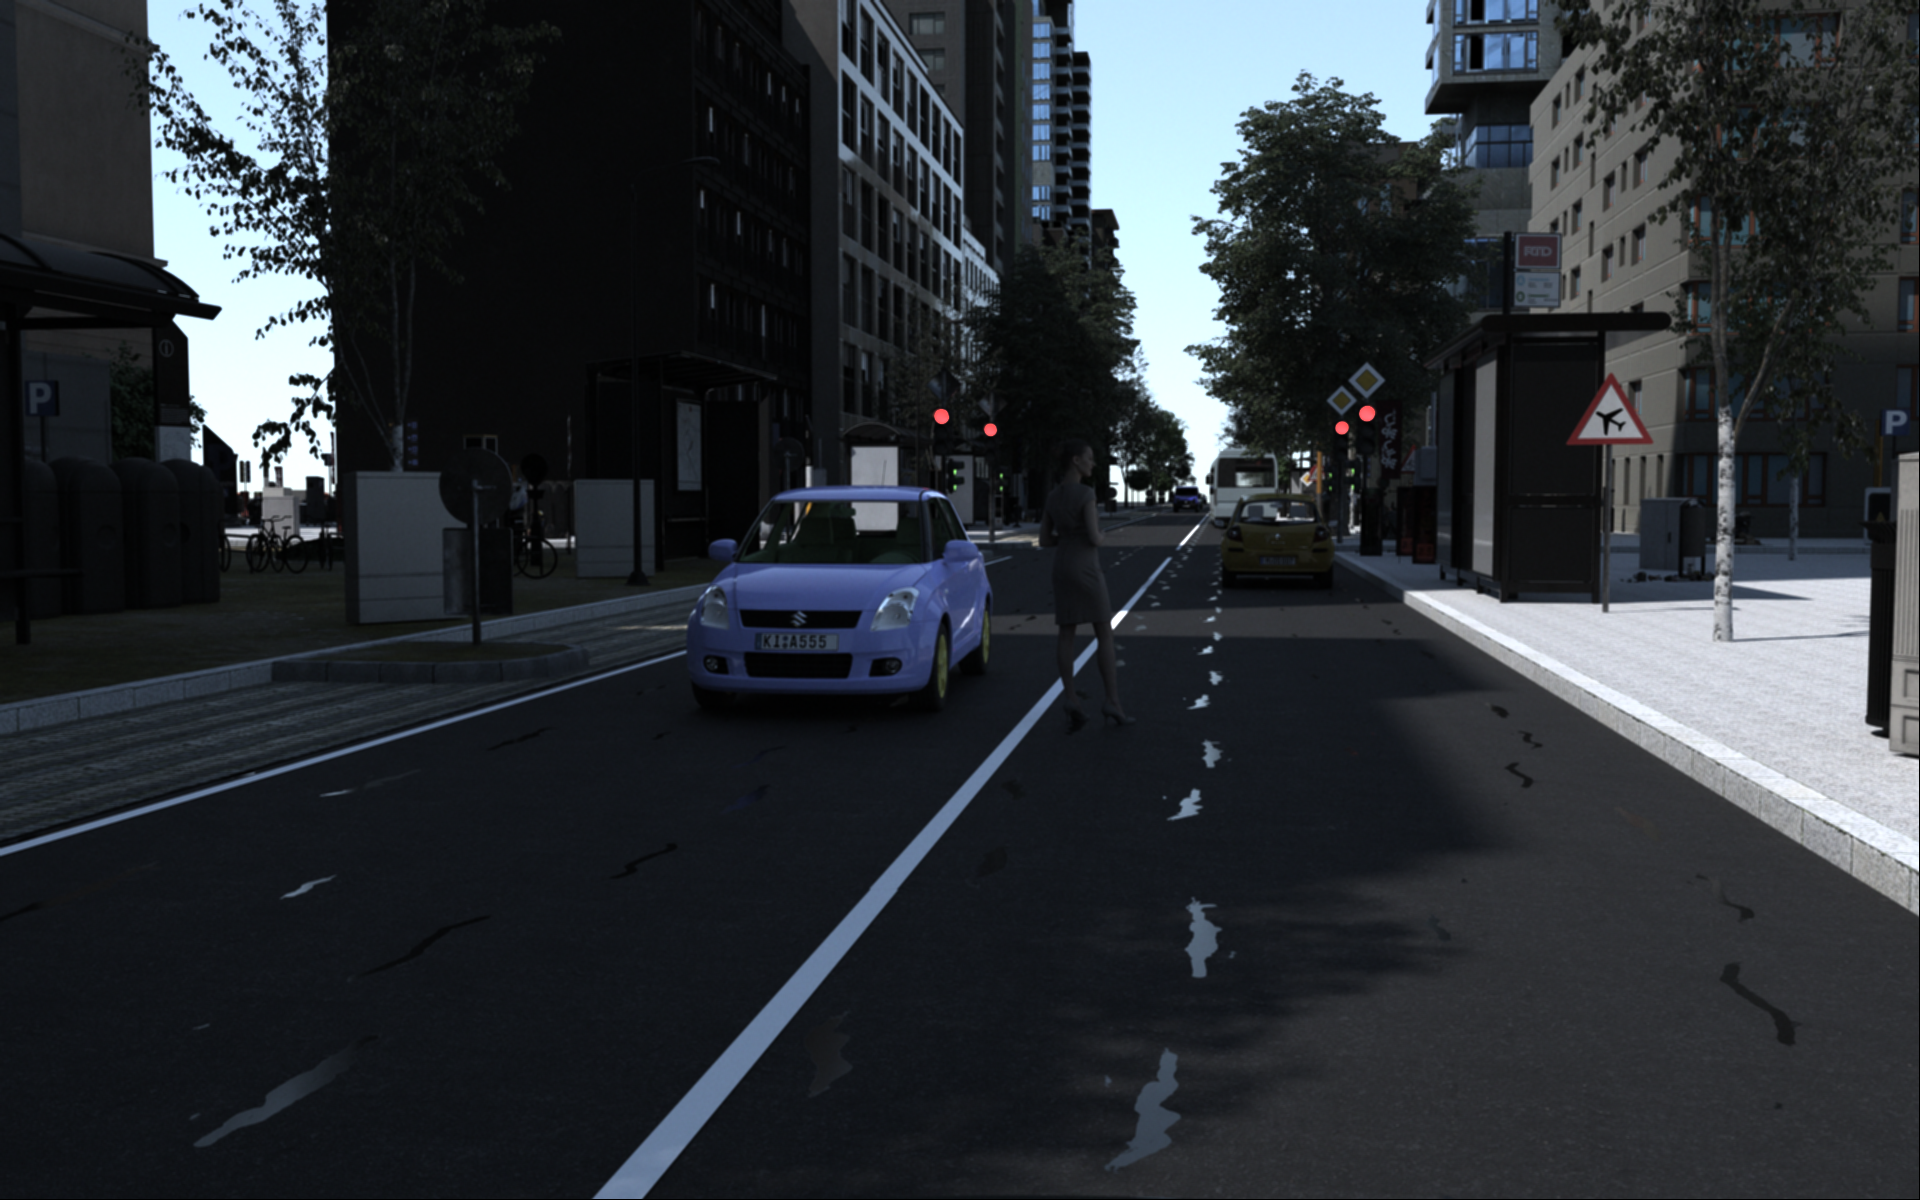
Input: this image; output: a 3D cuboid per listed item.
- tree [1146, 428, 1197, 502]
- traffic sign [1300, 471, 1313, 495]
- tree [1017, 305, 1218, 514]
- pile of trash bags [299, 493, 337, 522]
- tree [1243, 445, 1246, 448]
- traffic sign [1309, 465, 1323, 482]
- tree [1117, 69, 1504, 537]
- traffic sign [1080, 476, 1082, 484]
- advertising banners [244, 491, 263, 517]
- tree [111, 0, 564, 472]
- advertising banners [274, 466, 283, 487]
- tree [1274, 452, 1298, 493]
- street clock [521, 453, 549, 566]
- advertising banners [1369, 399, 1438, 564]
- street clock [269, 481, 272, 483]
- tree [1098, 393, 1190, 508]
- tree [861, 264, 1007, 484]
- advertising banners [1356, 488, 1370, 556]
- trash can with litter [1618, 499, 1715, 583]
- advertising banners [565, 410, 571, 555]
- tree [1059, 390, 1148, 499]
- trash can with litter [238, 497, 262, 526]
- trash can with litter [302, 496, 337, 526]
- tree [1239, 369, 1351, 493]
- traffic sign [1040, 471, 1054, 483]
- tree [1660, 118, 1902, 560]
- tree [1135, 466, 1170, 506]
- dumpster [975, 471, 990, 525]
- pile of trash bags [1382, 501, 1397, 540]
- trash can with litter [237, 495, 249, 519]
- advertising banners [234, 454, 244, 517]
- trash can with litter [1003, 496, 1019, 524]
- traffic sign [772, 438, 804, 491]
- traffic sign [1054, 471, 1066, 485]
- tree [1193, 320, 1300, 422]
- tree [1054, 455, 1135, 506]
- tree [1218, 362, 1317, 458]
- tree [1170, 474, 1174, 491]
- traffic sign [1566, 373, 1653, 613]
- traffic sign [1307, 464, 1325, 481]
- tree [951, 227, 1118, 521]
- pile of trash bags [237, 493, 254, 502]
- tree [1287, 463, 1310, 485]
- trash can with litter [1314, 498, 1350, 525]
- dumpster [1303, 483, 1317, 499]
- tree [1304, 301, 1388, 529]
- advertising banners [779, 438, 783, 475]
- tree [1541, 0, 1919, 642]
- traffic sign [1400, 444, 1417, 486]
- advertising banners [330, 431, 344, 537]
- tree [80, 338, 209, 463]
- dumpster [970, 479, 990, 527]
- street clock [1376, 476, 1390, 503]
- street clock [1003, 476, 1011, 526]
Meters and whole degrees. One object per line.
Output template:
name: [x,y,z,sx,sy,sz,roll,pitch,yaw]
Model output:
tree: [33.422,-21.962,276.082,9.611,12.733,9.660,0,3,0]
traffic sign: [17.391,-5.231,86.715,0.795,2.450,0.064,1,4,11]
tree: [8.490,-12.361,112.469,12.009,13.543,11.850,0,3,0]
pile of trash bags: [-28.578,-4.273,79.623,3.447,1.369,1.912,-3,5,-44]
tree: [39.062,-18.776,225.107,7.486,12.596,7.792,0,3,0]
traffic sign: [15.455,-4.562,74.702,0.768,2.556,0.104,1,4,17]
tree: [11.426,-8.886,51.948,9.857,13.997,8.962,0,3,0]
traffic sign: [6.204,-5.520,92.383,0.606,2.300,0.079,1,4,18]
advertising banners: [-40.028,-6.163,96.959,2.074,3.025,0.090,0,4,-2]
tree: [-6.228,-4.156,18.312,4.360,8.622,3.978,0,3,0]
advertising banners: [-42.290,-6.934,109.561,2.074,3.025,0.090,-3,4,-36]
tree: [25.582,-9.462,138.418,4.285,4.588,4.351,0,3,0]
street clock: [-7.600,-1.617,31.015,0.471,2.002,0.358,0,4,-4]
advertising banners: [8.564,-2.171,31.686,2.074,3.025,0.090,2,4,35]
street clock: [-39.522,-5.803,99.451,0.471,2.002,0.358,-3,5,-40]
tree: [15.528,-14.523,163.208,9.928,11.665,9.643,0,3,0]
tree: [-0.604,-6.493,56.528,4.360,8.622,3.978,0,3,0]
advertising banners: [9.258,-2.425,35.833,2.074,3.025,0.090,0,4,2]
trash can with litter: [10.560,-0.902,25.800,2.233,1.210,1.678,-2,4,-29]
advertising banners: [-8.363,-2.495,36.985,0.090,3.025,2.074,-1,4,-15]
tree: [11.313,-12.405,137.238,7.601,10.594,8.767,-1,4,-22]
trash can with litter: [-28.923,-3.610,70.407,1.055,1.170,0.624,0,3,0]
trash can with litter: [-25.520,-3.579,69.577,2.233,1.210,1.678,-1,4,-16]
tree: [21.554,-10.828,111.451,7.601,10.594,8.767,0,4,5]
traffic sign: [4.566,-5.550,90.851,0.768,2.556,0.104,1,4,18]
tree: [15.898,-5.074,33.318,4.737,8.622,4.395,0,3,0]
tree: [19.598,-12.593,189.608,4.285,4.588,4.351,0,3,0]
dumpster: [0.757,-4.255,72.055,1.502,2.255,1.985,1,4,9]
pile of trash bags: [12.658,-2.375,48.582,1.912,1.369,3.447,0,4,-5]
trash can with litter: [-36.838,-4.689,87.718,1.678,1.210,2.233,1,4,23]
advertising banners: [-31.736,-4.765,74.098,0.090,3.025,2.074,2,4,31]
trash can with litter: [1.741,-3.924,75.213,1.678,1.210,2.233,1,4,19]
traffic sign: [-3.899,-2.391,39.201,0.768,2.556,0.104,1,4,16]
traffic sign: [5.528,-5.781,94.630,0.768,2.556,0.104,1,4,12]
tree: [30.675,-19.956,182.164,12.611,20.169,13.585,0,3,0]
tree: [7.073,-7.213,101.645,4.285,4.588,4.351,0,3,0]
tree: [27.126,-14.646,149.834,12.009,13.543,11.850,0,3,0]
tree: [25.267,-14.463,220.185,4.285,4.588,4.351,0,3,0]
traffic sign: [6.989,-1.142,18.680,0.884,2.594,0.081,1,4,13]
traffic sign: [14.699,-4.354,71.197,0.884,2.594,0.081,1,4,13]
tree: [4.064,-10.820,83.565,9.857,13.997,8.962,0,3,0]
pile of trash bags: [-46.861,-6.510,116.188,3.447,1.369,1.912,-2,4,-31]
tree: [20.704,-6.806,105.884,1.663,3.219,1.824,0,3,0]
trash can with litter: [15.223,-3.751,72.383,2.233,1.210,1.678,1,4,17]
dumpster: [18.432,-5.142,89.831,1.264,1.857,1.865,1,4,9]
tree: [14.111,-6.898,63.137,4.360,8.622,3.978,0,3,0]
advertising banners: [-6.306,-3.576,54.659,2.074,3.025,0.090,3,5,41]
tree: [6.797,-3.931,14.640,4.360,8.622,3.978,0,3,0]
traffic sign: [11.850,-2.770,45.285,0.884,2.594,0.081,1,4,17]
advertising banners: [-17.682,-3.247,49.282,0.090,3.025,2.074,-1,4,-9]
tree: [-17.630,-3.233,36.576,4.285,4.588,4.351,0,3,0]
dumpster: [0.758,-3.831,68.401,1.264,1.857,1.865,1,4,9]
street clock: [16.668,-3.896,68.268,0.471,2.002,0.358,-1,4,-17]
street clock: [1.909,-4.019,70.274,0.358,2.002,0.471,0,4,7]
